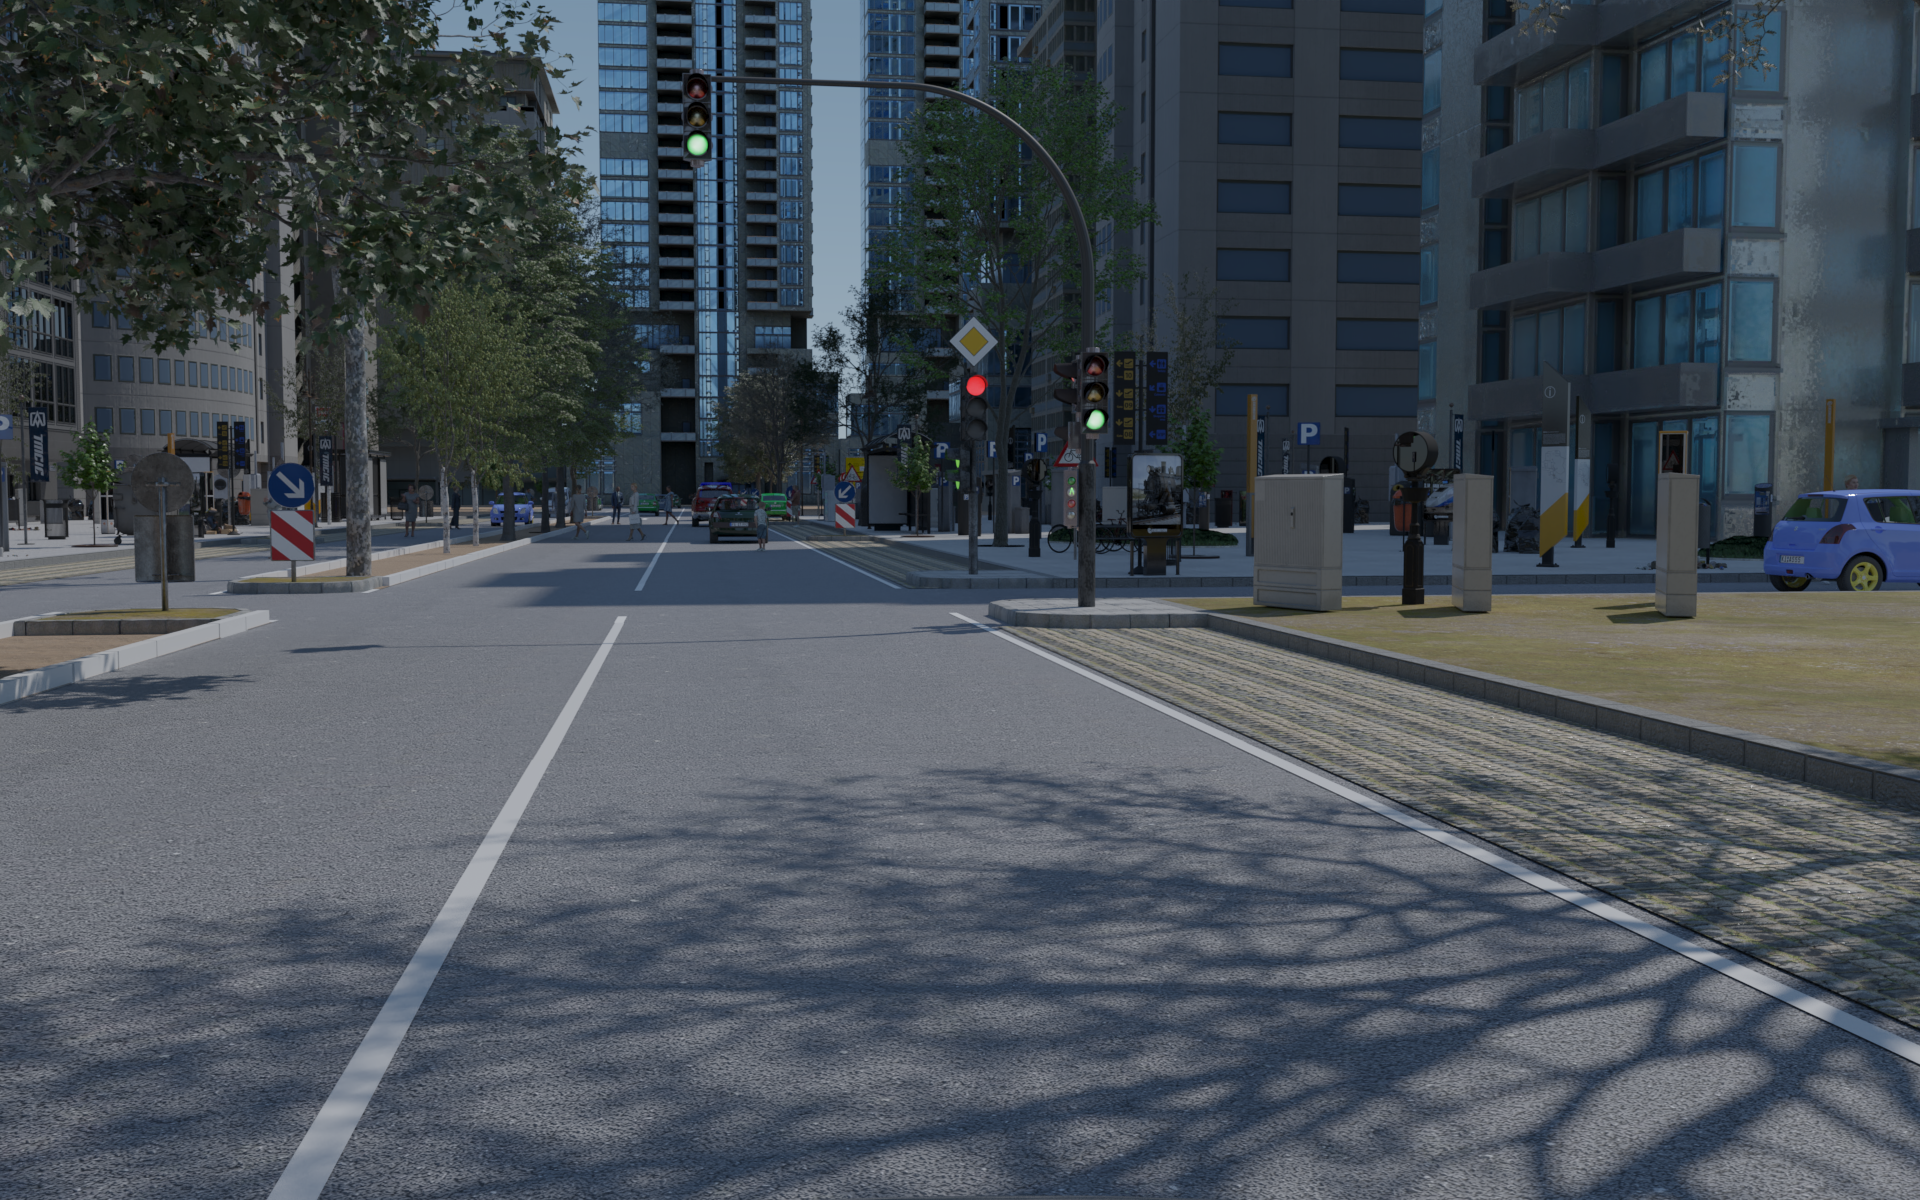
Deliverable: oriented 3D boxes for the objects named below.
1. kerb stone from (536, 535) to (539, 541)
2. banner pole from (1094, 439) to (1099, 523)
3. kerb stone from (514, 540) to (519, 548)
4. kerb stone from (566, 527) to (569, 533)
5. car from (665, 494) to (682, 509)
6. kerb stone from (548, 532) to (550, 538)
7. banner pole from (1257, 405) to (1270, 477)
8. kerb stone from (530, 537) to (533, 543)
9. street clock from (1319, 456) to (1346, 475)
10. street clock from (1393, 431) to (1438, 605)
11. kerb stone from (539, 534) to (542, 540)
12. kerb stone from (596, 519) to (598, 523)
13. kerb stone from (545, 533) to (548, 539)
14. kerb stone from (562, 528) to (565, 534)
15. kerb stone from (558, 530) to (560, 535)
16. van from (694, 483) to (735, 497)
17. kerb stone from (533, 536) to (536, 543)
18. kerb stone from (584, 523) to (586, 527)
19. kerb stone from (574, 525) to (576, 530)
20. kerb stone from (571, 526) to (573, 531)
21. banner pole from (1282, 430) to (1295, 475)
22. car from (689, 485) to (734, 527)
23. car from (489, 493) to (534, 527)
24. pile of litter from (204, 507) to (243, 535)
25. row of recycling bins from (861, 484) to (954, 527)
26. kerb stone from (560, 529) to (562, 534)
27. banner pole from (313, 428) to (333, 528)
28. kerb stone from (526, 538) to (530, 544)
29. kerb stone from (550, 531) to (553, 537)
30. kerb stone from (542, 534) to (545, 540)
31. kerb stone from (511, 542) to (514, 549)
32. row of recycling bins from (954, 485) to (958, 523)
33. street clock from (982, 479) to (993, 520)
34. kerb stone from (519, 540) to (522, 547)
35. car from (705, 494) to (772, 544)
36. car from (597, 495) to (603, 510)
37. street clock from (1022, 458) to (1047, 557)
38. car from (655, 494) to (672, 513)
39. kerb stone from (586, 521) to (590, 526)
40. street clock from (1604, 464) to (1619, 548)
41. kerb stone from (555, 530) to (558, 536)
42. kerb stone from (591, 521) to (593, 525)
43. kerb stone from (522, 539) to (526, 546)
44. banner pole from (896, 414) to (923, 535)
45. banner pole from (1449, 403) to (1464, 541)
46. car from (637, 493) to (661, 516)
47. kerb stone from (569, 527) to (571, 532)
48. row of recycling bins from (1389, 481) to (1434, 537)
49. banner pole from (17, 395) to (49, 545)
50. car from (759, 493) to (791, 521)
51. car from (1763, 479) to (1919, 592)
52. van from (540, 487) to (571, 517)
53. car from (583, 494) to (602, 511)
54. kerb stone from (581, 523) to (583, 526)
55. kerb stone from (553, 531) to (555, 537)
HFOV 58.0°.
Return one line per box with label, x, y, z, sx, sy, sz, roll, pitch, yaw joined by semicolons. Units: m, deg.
kerb stone;-12.718;-1.798;51.599;0.120;0.150;1.000;-1;4;-9
banner pole;5.806;-5.321;77.015;0.863;3.779;0.401;-1;4;-21
kerb stone;-11.783;-1.427;45.524;0.120;0.150;1.000;-1;4;-9
kerb stone;-14.602;-2.544;63.786;0.120;0.150;1.000;-1;4;-9
car;-28.521;-9.743;171.094;2.131;1.459;4.920;0;4;-8
kerb stone;-13.353;-2.047;55.657;0.120;0.150;1.000;-1;4;-9
banner pole;8.509;-3.585;48.627;0.401;3.779;0.863;3;5;42
kerb stone;-12.413;-1.675;49.577;0.120;0.150;1.000;-1;4;-9
street clock;7.118;-1.747;33.132;0.358;2.002;0.471;-3;5;-40
street clock;5.274;-0.950;20.101;0.358;2.002;0.471;-3;5;-43
kerb stone;-12.882;-1.856;52.612;0.120;0.150;1.000;-1;4;-9
kerb stone;-17.581;-3.723;83.065;0.120;0.150;1.000;-1;4;-9
kerb stone;-13.193;-1.983;54.639;0.120;0.150;1.000;-1;4;-9
kerb stone;-14.288;-2.413;61.751;0.120;0.150;1.000;-1;4;-9
kerb stone;-13.983;-2.293;59.719;0.120;0.150;1.000;-1;4;-9
van;-13.328;-5.502;94.340;2.240;2.365;5.245;-1;4;-9
kerb stone;-12.575;-1.736;50.587;0.120;0.150;1.000;-1;4;-9
kerb stone;-16.175;-3.164;73.935;0.120;0.150;1.000;-1;4;-9
kerb stone;-15.234;-2.791;67.845;0.120;0.150;1.000;-1;4;-9
kerb stone;-14.915;-2.668;65.811;0.120;0.150;1.000;-1;4;-9
banner pole;12.887;-4.765;67.929;0.401;3.779;0.863;-2;4;-30
car;-10.932;-4.193;77.224;2.281;1.827;5.304;-1;4;-8
car;-20.098;-4.167;77.715;1.945;1.707;3.694;-1;4;-10
pile of litter;-23.674;-2.534;55.395;1.176;0.858;1.719;2;4;33
row of recycling bins;-2.170;-3.768;68.714;3.534;1.692;1.069;-1;4;-8
kerb stone;-14.137;-2.357;60.740;0.120;0.150;1.000;-1;4;-9
banner pole;-24.159;-4.621;65.574;0.863;3.779;0.401;-1;4;-11
kerb stone;-12.252;-1.612;48.568;0.120;0.150;1.000;-1;4;-9
kerb stone;-13.518;-2.106;56.677;0.120;0.150;1.000;-1;4;-9
kerb stone;-13.038;-1.921;53.629;0.120;0.150;1.000;-1;4;-9
kerb stone;-11.632;-1.363;44.513;0.120;0.150;1.000;-1;4;-9
row of recycling bins;-0.462;-4.285;77.171;1.069;1.692;3.534;-2;4;-26
street clock;1.468;-4.891;84.531;0.471;2.002;0.358;1;4;12
kerb stone;-11.942;-1.489;46.536;0.120;0.150;1.000;-1;4;-9
car;-6.599;-2.558;51.615;2.009;1.686;4.222;0;4;-8
car;-34.032;-9.048;160.513;1.945;1.354;3.894;-1;4;-10
street clock;1.516;-1.873;35.198;0.471;2.002;0.358;-2;4;-23
car;-22.729;-7.301;131.371;2.014;1.417;4.499;-1;4;-10
kerb stone;-16.648;-3.350;76.970;0.120;0.150;1.000;-1;4;-9
street clock;15.512;-2.243;41.239;0.358;2.002;0.471;1;4;15
kerb stone;-13.823;-2.231;58.707;0.120;0.150;1.000;-1;4;-9
kerb stone;-16.961;-3.472;79.004;0.120;0.150;1.000;-1;4;-9
kerb stone;-12.097;-1.551;47.548;0.120;0.150;1.000;-1;4;-9
banner pole;-1.596;-3.952;54.631;0.863;3.779;0.401;1;4;9
banner pole;13.620;-3.526;47.667;0.863;3.779;0.401;-3;5;-42
car;-20.606;-6.399;113.423;1.959;1.807;4.718;-1;4;-9
kerb stone;-14.763;-2.606;64.796;0.120;0.150;1.000;-1;4;-9
row of recycling bins;14.131;-2.756;52.167;1.069;1.692;3.534;-1;4;-17
banner pole;-23.453;-3.290;43.816;0.863;3.779;0.401;0;4;-3
car;-10.112;-5.166;93.266;1.959;1.807;4.718;-1;4;-10
car;13.448;-0.920;24.626;3.694;1.707;1.945;-1;4;-11
van;-24.715;-6.079;106.410;2.013;2.044;4.112;0;4;-8
car;-31.665;-8.329;147.975;2.131;1.459;4.920;0;4;-8
kerb stone;-15.861;-3.041;71.912;0.120;0.150;1.000;-1;4;-9
kerb stone;-13.668;-2.171;57.693;0.120;0.150;1.000;-1;4;-9
